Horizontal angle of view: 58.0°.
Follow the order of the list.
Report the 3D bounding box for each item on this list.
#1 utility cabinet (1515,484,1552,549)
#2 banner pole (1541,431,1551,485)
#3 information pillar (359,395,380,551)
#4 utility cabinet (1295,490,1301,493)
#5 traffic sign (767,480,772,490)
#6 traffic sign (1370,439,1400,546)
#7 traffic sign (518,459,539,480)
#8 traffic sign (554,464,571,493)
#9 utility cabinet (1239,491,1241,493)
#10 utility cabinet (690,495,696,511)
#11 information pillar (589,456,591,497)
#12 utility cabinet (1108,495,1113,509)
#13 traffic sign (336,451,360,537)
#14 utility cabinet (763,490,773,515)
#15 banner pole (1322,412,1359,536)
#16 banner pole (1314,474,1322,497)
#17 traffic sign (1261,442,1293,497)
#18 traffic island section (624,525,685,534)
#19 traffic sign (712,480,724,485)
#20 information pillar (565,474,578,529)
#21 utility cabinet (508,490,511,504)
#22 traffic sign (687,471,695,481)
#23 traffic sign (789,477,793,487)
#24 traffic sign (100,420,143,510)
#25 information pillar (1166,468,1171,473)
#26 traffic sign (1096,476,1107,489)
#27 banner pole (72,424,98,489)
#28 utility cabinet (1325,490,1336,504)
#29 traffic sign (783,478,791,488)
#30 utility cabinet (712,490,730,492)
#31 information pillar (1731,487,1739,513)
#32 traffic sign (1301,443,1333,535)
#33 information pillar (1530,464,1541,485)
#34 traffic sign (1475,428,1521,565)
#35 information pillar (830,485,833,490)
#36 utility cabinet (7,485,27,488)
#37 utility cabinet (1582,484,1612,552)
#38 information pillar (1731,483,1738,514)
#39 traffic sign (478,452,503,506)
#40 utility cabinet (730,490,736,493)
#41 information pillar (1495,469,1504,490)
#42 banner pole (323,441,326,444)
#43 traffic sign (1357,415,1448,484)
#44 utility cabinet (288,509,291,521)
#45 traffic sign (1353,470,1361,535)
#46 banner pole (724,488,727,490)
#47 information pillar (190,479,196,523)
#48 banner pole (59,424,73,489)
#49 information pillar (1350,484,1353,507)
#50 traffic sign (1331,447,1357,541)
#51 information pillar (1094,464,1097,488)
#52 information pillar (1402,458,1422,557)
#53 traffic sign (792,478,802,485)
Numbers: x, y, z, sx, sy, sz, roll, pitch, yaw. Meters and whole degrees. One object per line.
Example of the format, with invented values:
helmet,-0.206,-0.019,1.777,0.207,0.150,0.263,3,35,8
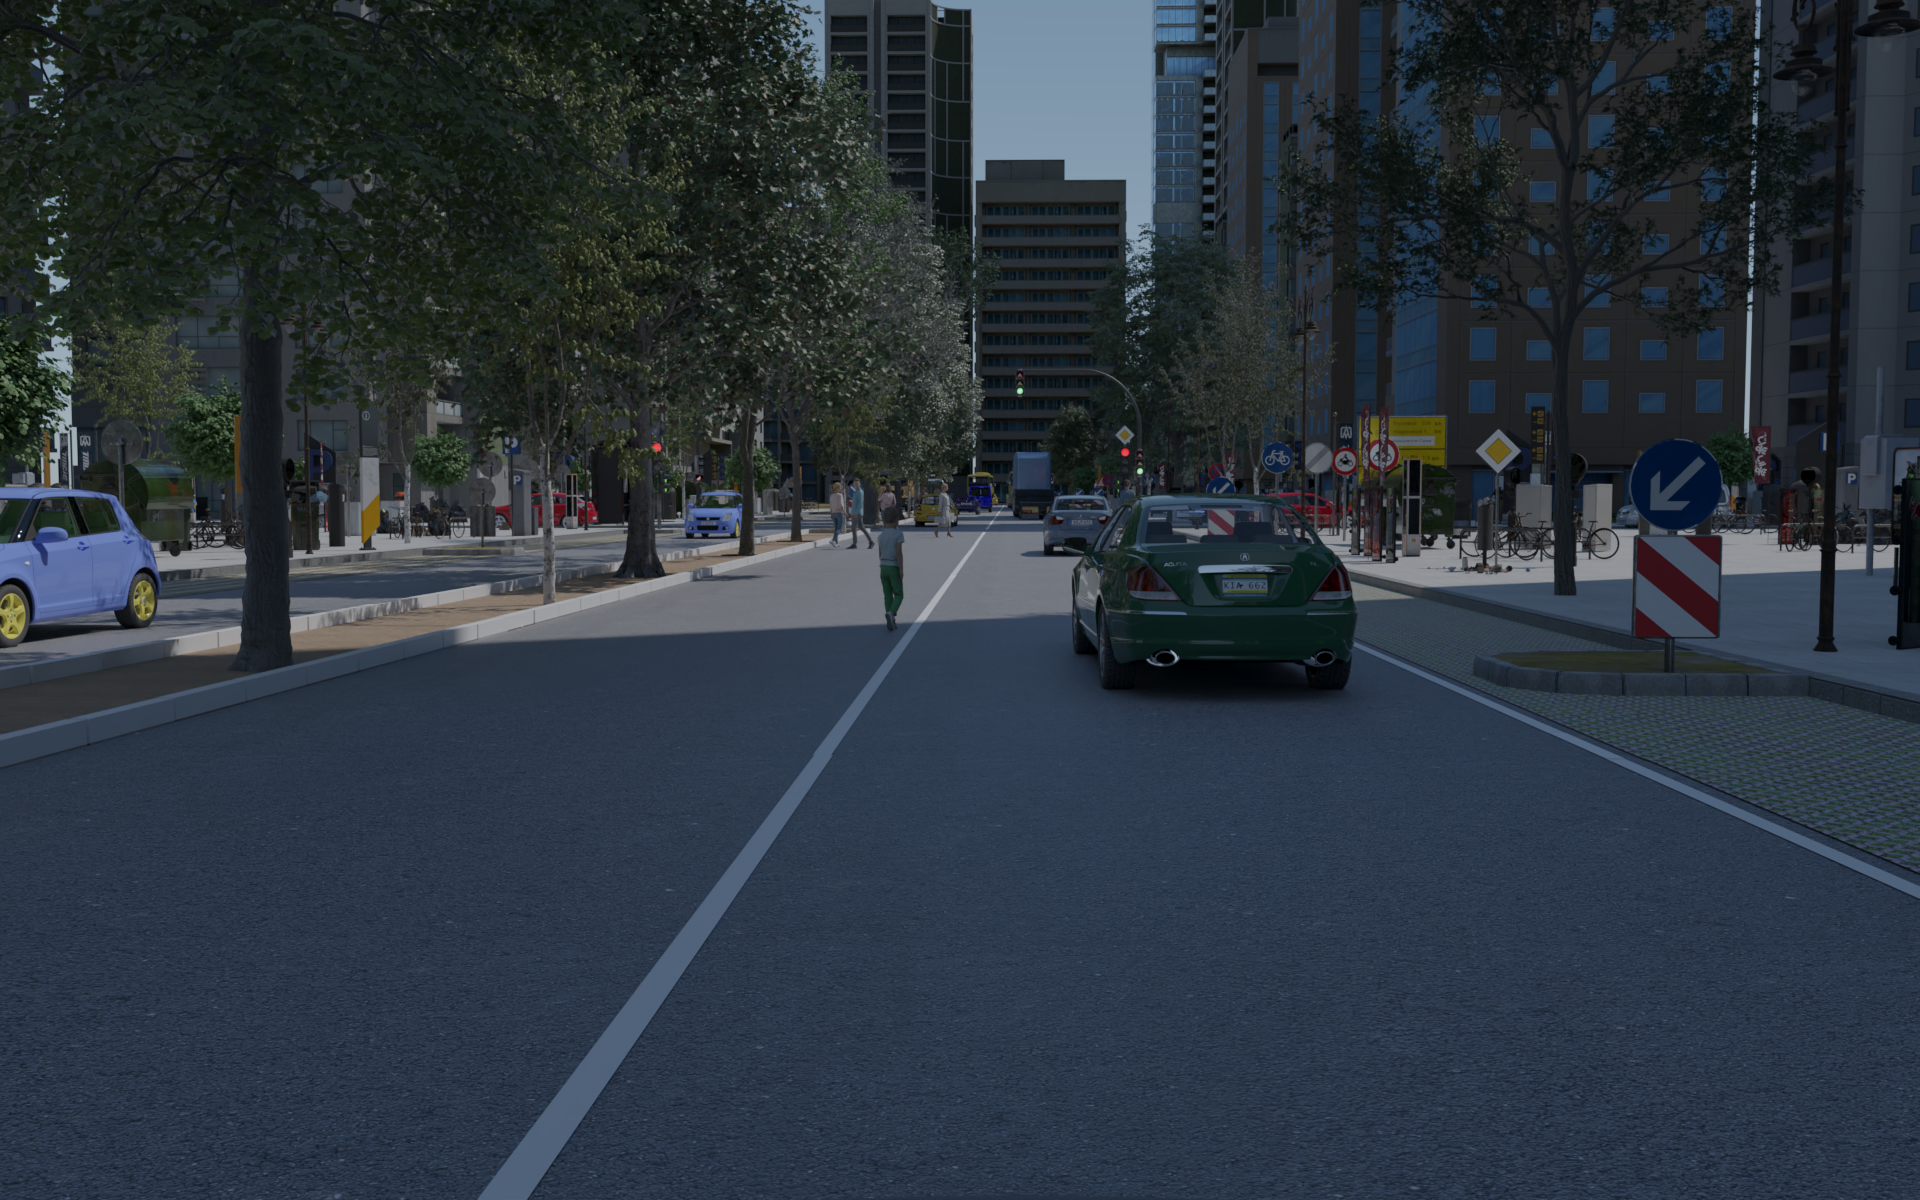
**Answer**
utility cabinet,13.413,-1.945,40.479,0.318,1.500,1.173,-1,4,-9
banner pole,20.354,-4.294,60.223,0.401,3.779,0.863,3,5,44
information pillar,-13.479,-2.944,39.494,0.183,3.616,0.504,2,4,30
utility cabinet,18.267,-5.158,93.016,0.318,1.500,1.173,2,4,24
traffic sign,-14.045,-7.610,126.554,0.606,2.300,0.079,0,4,5
traffic sign,9.606,-2.408,39.470,0.768,2.556,0.104,0,4,6
traffic sign,-15.604,-3.824,62.632,0.768,2.556,0.104,0,4,5
traffic sign,-17.011,-4.523,74.049,0.768,2.556,0.104,0,4,5
utility cabinet,16.085,-5.629,100.715,0.318,1.500,1.173,1,4,20
utility cabinet,-12.560,-4.424,83.490,0.306,1.237,1.020,2,4,35
information pillar,-22.513,-6.979,105.460,0.183,3.616,0.504,0,4,-4
utility cabinet,11.326,-7.496,133.721,1.020,1.237,0.306,1,4,14
traffic sign,-18.288,-3.159,51.760,0.768,2.556,0.104,0,4,5
utility cabinet,-11.670,-5.900,105.143,0.318,1.500,1.173,1,4,9
banner pole,11.710,-3.866,53.232,0.863,3.779,0.401,-1,4,-13
banner pole,20.426,-6.634,98.476,0.863,3.779,0.401,-2,4,-31
traffic sign,7.751,-2.585,42.370,0.768,2.556,0.104,0,4,5
traffic island section,-11.059,-2.528,63.615,2.009,0.180,2.903,0,4,2
traffic sign,-13.879,-6.059,99.172,0.768,2.556,0.104,1,4,10
information pillar,-14.164,-3.589,63.170,0.304,2.012,0.304,2,4,23
utility cabinet,-25.956,-5.692,101.745,0.318,1.500,1.173,3,5,40
traffic sign,-15.001,-5.948,97.348,0.768,2.556,0.104,0,4,7
traffic sign,-12.203,-7.761,127.004,0.768,2.556,0.104,0,4,7
traffic sign,-14.396,-1.812,29.738,0.768,2.556,0.104,0,4,5
information pillar,15.201,-8.305,127.144,0.504,3.616,0.183,-1,4,-14
traffic sign,10.100,-7.514,122.859,0.884,2.594,0.081,1,4,10
banner pole,-31.181,-4.410,62.126,0.401,3.779,0.863,2,4,35
utility cabinet,22.676,-5.874,104.718,1.173,1.500,0.318,2,4,31
traffic sign,-13.901,-8.542,139.668,0.884,2.594,0.081,0,4,3
utility cabinet,-13.256,-5.302,95.371,0.318,1.500,1.173,2,4,26
information pillar,50.545,-6.633,112.942,0.304,2.012,0.304,-1,4,-11
traffic sign,8.872,-2.629,43.087,0.768,2.556,0.104,0,4,7
information pillar,23.288,-4.819,70.145,0.504,3.616,0.183,-2,4,-26
traffic sign,9.472,-1.796,30.544,0.795,2.450,0.064,0,4,6
information pillar,-10.548,-8.449,142.627,0.304,2.012,0.304,-2,4,-28
utility cabinet,-22.666,-1.969,40.870,0.318,1.500,1.173,3,5,41
utility cabinet,14.179,-1.828,38.570,0.318,1.500,1.173,3,4,36
information pillar,49.650,-7.322,111.076,0.504,3.616,0.183,0,4,-4
traffic sign,-14.109,-3.175,52.017,0.768,2.556,0.104,0,4,6
utility cabinet,-13.007,-5.393,96.855,0.318,1.500,1.173,-3,5,-41
information pillar,24.853,-5.403,79.694,0.183,3.616,0.504,-3,5,-42
banner pole,-30.184,-5.644,82.300,0.401,3.779,0.863,-1,4,-12
traffic sign,11.450,-3.123,44.941,2.265,3.308,0.079,1,4,9
utility cabinet,-24.037,-3.104,61.915,0.306,1.237,1.020,-1,4,-18
traffic sign,12.457,-3.291,53.917,0.768,2.556,0.104,0,4,3
banner pole,-19.420,-9.337,142.680,0.863,3.779,0.401,3,5,43
information pillar,-33.811,-4.381,76.122,0.304,2.012,0.304,0,4,-7
banner pole,-32.091,-4.421,62.302,0.863,3.779,0.401,2,4,27
information pillar,20.395,-6.011,89.640,0.504,3.616,0.183,-1,4,-17
traffic sign,10.458,-2.873,47.072,0.768,2.556,0.104,0,4,8
information pillar,10.761,-8.905,136.953,0.183,3.616,0.504,2,4,29
information pillar,9.250,-1.894,35.455,0.304,2.012,0.304,0,4,-4
traffic sign,-11.739,-7.621,124.717,0.768,2.556,0.104,0,4,4
